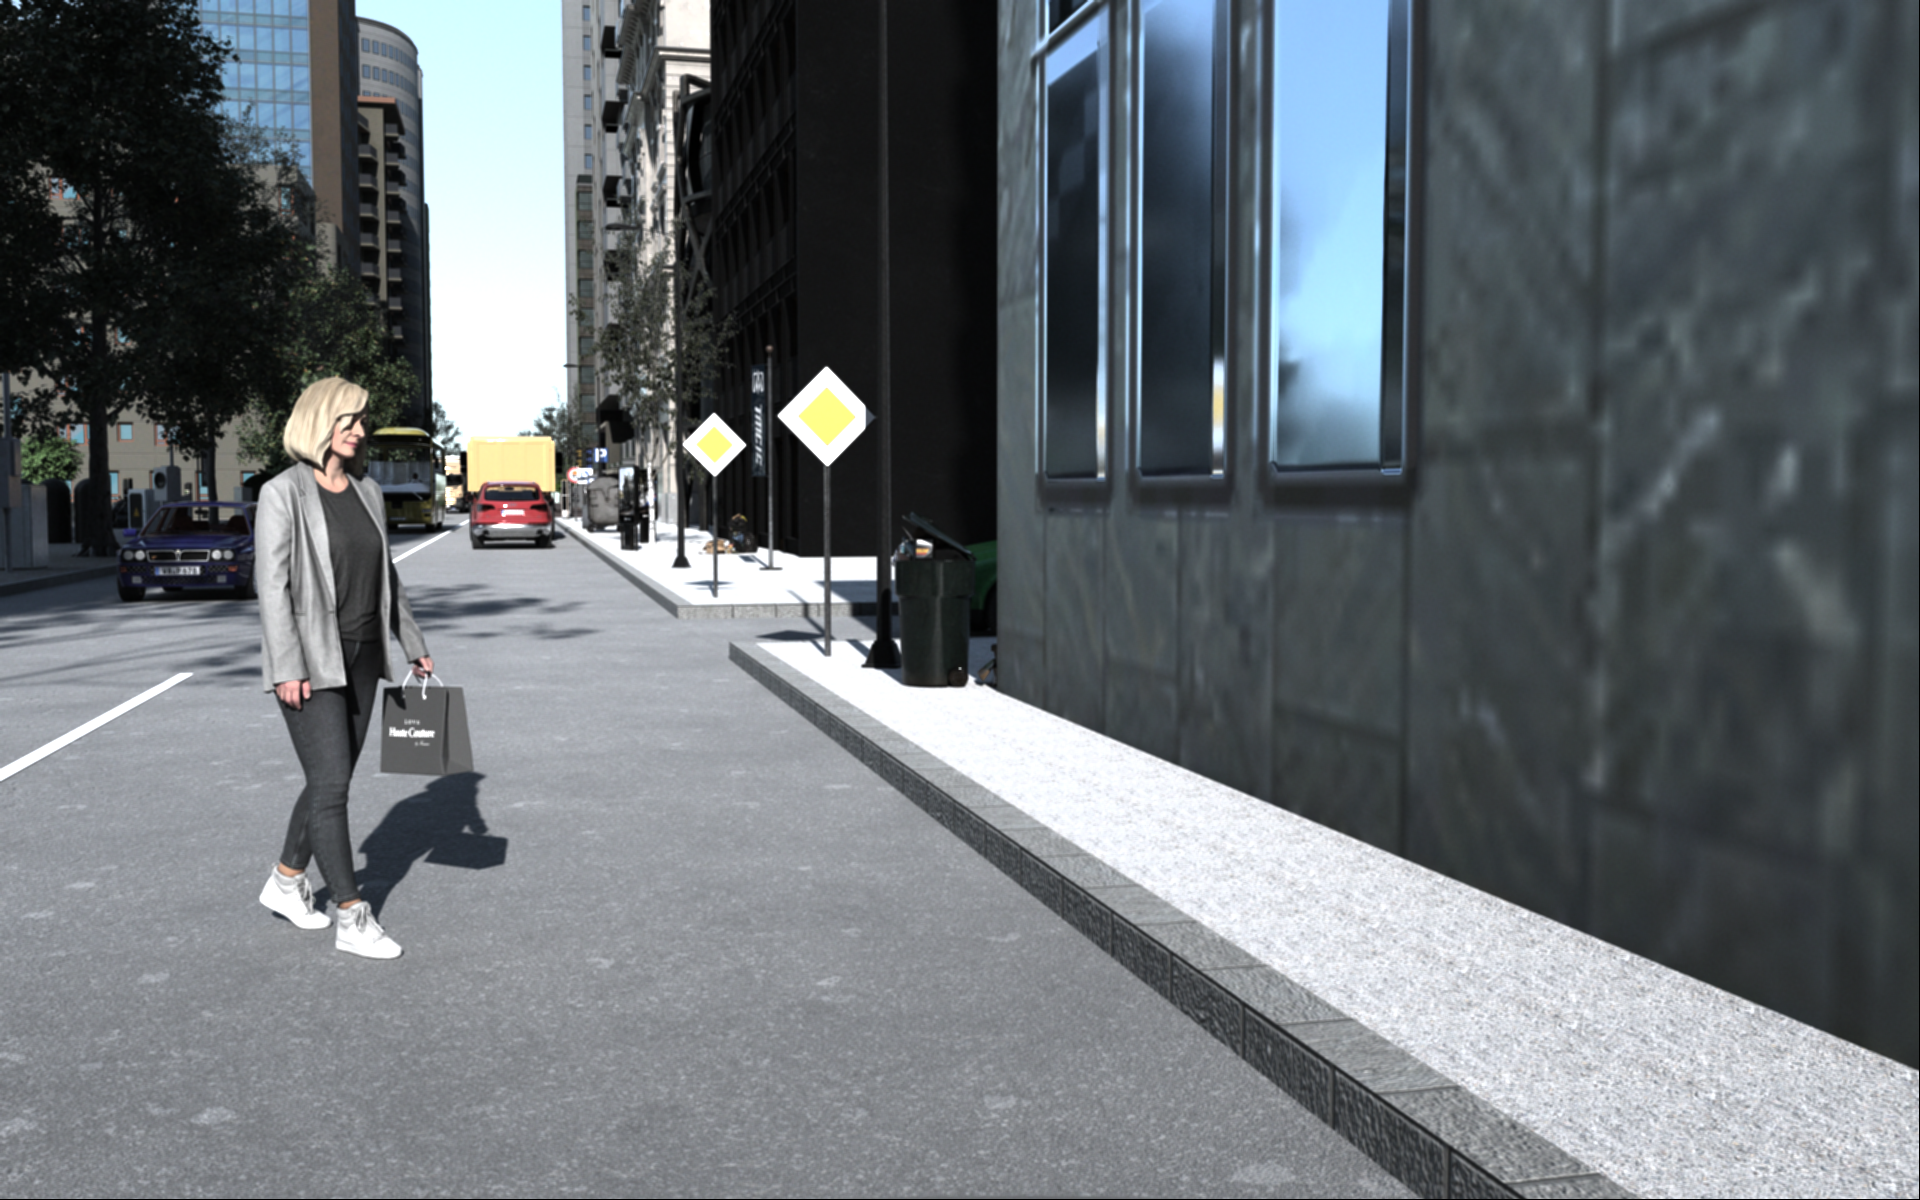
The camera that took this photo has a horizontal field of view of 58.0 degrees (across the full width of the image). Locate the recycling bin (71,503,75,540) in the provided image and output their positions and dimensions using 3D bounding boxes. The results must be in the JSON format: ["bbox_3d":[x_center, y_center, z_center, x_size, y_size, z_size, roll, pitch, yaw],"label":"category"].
[{"bbox_3d":[-25.820,-2.357,51.083,0.722,1.027,0.722,3,5,41],"label":"recycling bin"}]

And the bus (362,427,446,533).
[{"bbox_3d":[-21.483,-4.629,67.226,2.896,3.916,12.252,-1,4,-14],"label":"bus"}]

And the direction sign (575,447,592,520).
[{"bbox_3d":[-18.271,-5.639,84.203,0.876,3.537,0.379,-3,4,-37],"label":"direction sign"}]

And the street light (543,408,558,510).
[{"bbox_3d":[-21.719,-7.437,94.131,1.470,5.913,1.316,-1,4,-14],"label":"street light"}]

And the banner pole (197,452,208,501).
[{"bbox_3d":[-31.423,-5.004,71.840,0.401,3.779,0.863,1,4,18],"label":"banner pole"}]

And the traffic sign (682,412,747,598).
[{"bbox_3d":[-3.026,-1.084,21.372,0.795,2.450,0.064,-1,4,-14],"label":"traffic sign"}]

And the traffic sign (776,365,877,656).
[{"bbox_3d":[-1.048,-0.611,13.635,0.795,2.450,0.064,-1,4,-14],"label":"traffic sign"}]

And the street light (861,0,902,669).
[{"bbox_3d":[-1.089,-2.449,12.586,1.470,5.913,1.316,-1,4,-14],"label":"street light"}]

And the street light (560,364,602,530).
[{"bbox_3d":[-13.481,-5.476,62.075,1.470,5.913,1.316,-1,4,-14],"label":"street light"}]

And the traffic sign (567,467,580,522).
[{"bbox_3d":[-17.889,-4.924,80.612,0.768,2.556,0.104,0,4,-8],"label":"traffic sign"}]

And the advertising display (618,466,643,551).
[{"bbox_3d":[-7.552,-2.097,39.505,0.123,1.923,0.974,-2,4,-33],"label":"advertising display"}]

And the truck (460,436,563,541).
[{"bbox_3d":[-14.628,-3.709,56.560,3.469,3.379,9.791,-1,4,-14],"label":"truck"}]

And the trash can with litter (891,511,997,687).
[{"bbox_3d":[0.068,-0.019,11.694,1.055,1.170,0.624,0,4,-3],"label":"trash can with litter"}]

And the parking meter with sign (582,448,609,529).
[{"bbox_3d":[-13.634,-4.180,64.602,0.543,3.016,1.738,0,4,7],"label":"parking meter with sign"}]

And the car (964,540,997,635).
[{"bbox_3d":[1.690,-0.551,17.807,4.718,1.807,1.959,-1,4,-16],"label":"car"}]

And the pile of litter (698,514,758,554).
[{"bbox_3d":[-5.072,-1.448,37.640,1.176,0.858,1.719,3,4,39],"label":"pile of litter"}]

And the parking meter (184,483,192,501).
[{"bbox_3d":[-39.138,-5.025,87.867,0.255,1.863,0.399,0,4,-4],"label":"parking meter"}]

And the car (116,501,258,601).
[{"bbox_3d":[-10.689,-0.733,24.571,1.945,1.354,3.894,-1,4,-13],"label":"car"}]

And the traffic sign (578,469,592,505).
[{"bbox_3d":[-15.030,-4.118,69.454,0.606,2.300,0.079,-1,4,-8],"label":"traffic sign"}]

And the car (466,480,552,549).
[{"bbox_3d":[-12.135,-2.327,46.714,2.281,1.827,5.304,-1,4,-16],"label":"car"}]

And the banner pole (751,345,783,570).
[{"bbox_3d":[-3.342,-2.411,29.438,0.401,3.779,0.863,-3,4,-36],"label":"banner pole"}]

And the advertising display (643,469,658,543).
[{"bbox_3d":[-8.255,-2.459,45.424,0.123,1.923,0.974,2,4,24],"label":"advertising display"}]

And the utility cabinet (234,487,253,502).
[{"bbox_3d":[-21.572,-2.661,52.187,0.318,1.500,1.173,-2,4,-34],"label":"utility cabinet"}]

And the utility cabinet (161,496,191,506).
[{"bbox_3d":[-28.496,-3.167,62.934,1.020,1.237,0.306,-3,5,-42],"label":"utility cabinet"}]

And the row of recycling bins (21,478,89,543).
[{"bbox_3d":[-24.184,-2.348,45.502,3.534,1.692,1.069,0,4,1],"label":"row of recycling bins"}]

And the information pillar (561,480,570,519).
[{"bbox_3d":[-20.206,-5.152,88.731,0.304,2.012,0.304,1,4,11],"label":"information pillar"}]

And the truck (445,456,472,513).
[{"bbox_3d":[-38.503,-8.686,130.925,2.839,4.237,11.283,-1,4,-12],"label":"truck"}]

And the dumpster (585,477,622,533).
[{"bbox_3d":[-11.880,-3.198,58.050,1.264,1.857,1.865,-1,4,-14],"label":"dumpster"}]

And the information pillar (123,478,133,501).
[{"bbox_3d":[-38.320,-4.605,79.789,0.304,2.012,0.304,0,4,7],"label":"information pillar"}]

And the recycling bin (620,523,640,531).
[{"bbox_3d":[-11.293,-2.897,59.919,0.722,1.027,0.722,3,4,38],"label":"recycling bin"}]

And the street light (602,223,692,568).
[{"bbox_3d":[-5.393,-3.511,29.945,1.470,5.913,1.316,-1,4,-14],"label":"street light"}]
